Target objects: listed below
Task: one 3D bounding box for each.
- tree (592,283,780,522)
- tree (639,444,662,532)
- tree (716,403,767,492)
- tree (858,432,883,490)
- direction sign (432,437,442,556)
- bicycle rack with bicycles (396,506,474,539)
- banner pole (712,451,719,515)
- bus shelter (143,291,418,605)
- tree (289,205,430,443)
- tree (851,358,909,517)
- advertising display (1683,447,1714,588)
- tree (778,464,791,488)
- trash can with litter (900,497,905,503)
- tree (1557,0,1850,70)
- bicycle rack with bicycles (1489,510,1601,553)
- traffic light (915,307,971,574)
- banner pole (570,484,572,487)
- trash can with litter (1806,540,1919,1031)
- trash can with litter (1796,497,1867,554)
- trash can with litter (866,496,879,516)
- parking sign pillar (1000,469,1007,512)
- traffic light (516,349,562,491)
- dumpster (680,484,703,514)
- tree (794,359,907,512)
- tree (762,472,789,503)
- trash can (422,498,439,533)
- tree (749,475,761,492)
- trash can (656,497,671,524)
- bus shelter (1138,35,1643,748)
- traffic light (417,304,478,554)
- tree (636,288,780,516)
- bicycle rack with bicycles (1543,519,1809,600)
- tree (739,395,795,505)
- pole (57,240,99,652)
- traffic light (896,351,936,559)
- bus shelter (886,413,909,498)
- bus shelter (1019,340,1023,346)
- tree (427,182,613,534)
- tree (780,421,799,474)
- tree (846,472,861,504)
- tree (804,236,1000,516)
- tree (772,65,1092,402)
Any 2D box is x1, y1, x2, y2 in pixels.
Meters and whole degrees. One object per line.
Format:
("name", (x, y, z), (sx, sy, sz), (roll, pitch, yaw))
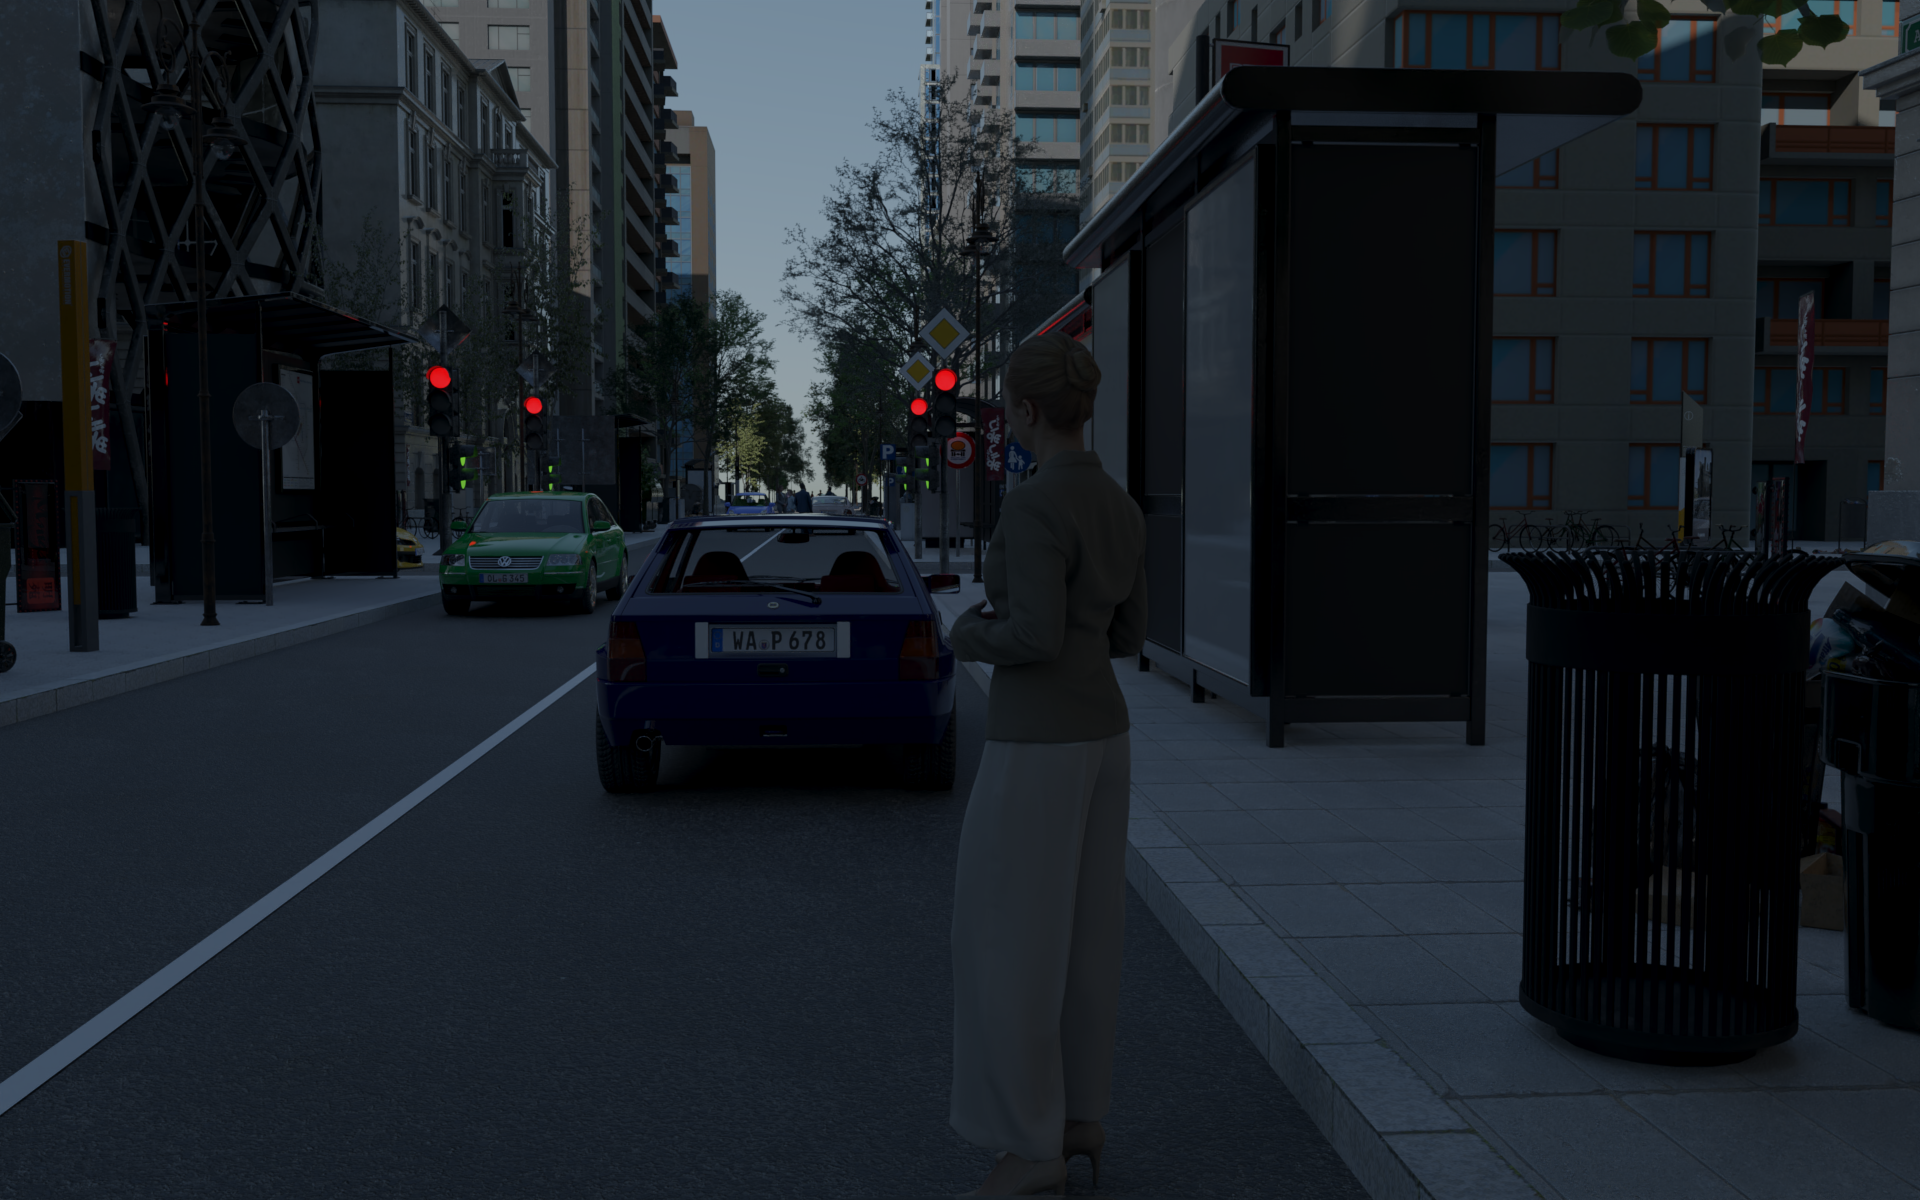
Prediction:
("tree", (-12.718, -8.671, 76.176), (7.601, 10.594, 8.767), (0, 4, 6))
("tree", (-10.932, -3.895, 58.292), (1.663, 3.219, 1.824), (0, 3, 0))
("tree", (-16.484, -11.083, 131.572), (4.737, 8.622, 4.395), (0, 3, 0))
("tree", (-7.716, -12.000, 146.564), (4.737, 8.622, 4.395), (0, 3, 0))
("direction sign", (-10.842, -2.699, 36.125), (0.379, 3.537, 0.876), (-1, 4, -14))
("bicycle rack with bicycles", (-14.901, -2.242, 50.045), (2.852, 0.926, 2.925), (-3, 5, -43))
("banner pole", (-13.719, -6.551, 97.131), (0.401, 3.779, 0.863), (-3, 4, -38))
("bus shelter", (-8.828, -1.950, 23.158), (1.731, 3.624, 6.357), (0, 4, -4))
("tree", (-15.643, -5.781, 44.889), (4.360, 8.622, 3.978), (0, 3, 0))
("tree", (-3.748, -8.545, 90.077), (4.360, 8.622, 3.978), (0, 3, 0))
("advertising display", (10.234, -1.150, 24.014), (0.123, 1.923, 0.974), (3, 4, 37))
("tree", (-24.998, -17.753, 240.628), (4.360, 8.622, 3.978), (0, 3, 0))
("trash can with litter", (-2.362, -3.669, 71.381), (0.624, 1.170, 1.055), (1, 4, 20))
("tree", (2.620, -5.088, 1.322), (7.486, 12.596, 7.792), (0, 3, 0))
("bicycle rack with bicycles", (13.249, -1.483, 37.628), (2.852, 0.926, 2.925), (-2, 4, -25))
("traffic light", (-0.257, -2.279, 26.187), (0.839, 4.253, 0.868), (0, 4, -4))
("banner pole", (-18.086, -5.601, 81.590), (0.863, 3.779, 0.401), (3, 4, 36))
("trash can with litter", (2.655, 0.435, 4.275), (1.055, 1.170, 0.624), (0, 4, -3))
("trash can with litter", (18.789, -1.608, 37.346), (2.233, 1.210, 1.678), (1, 4, 14))
("trash can with litter", (-4.546, -4.698, 88.194), (0.624, 1.170, 1.055), (-2, 4, -33))
("parking sign pillar", (2.294, -6.146, 88.958), (1.447, 3.967, 1.447), (3, 5, 41))
("traffic light", (-8.183, -2.732, 33.596), (0.839, 4.253, 0.868), (0, 4, -4))
("dumpster", (-15.044, -5.583, 97.032), (1.264, 1.857, 1.865), (0, 4, -4))
("tree", (-6.965, -12.835, 126.855), (9.611, 12.733, 9.660), (0, 3, 0))
("tree", (-24.133, -15.136, 231.191), (4.285, 4.588, 4.351), (0, 3, 0))
("trash can", (-17.547, -2.820, 57.754), (0.748, 1.137, 0.748), (0, 3, 0))
("tree", (-18.506, -9.879, 156.129), (1.663, 3.219, 1.824), (0, 3, 0))
("trash can", (-12.640, -3.785, 73.546), (0.748, 1.137, 0.748), (0, 3, 0))
("bus shelter", (2.050, -2.157, 12.899), (2.179, 5.291, 8.768), (0, 4, -4))
("traffic light", (-7.597, -2.245, 25.633), (0.839, 4.253, 0.868), (0, 4, -4))
("tree", (-12.622, -9.841, 86.652), (9.928, 11.665, 9.643), (0, 3, 0))
("bicycle rack with bicycles", (8.836, -0.469, 21.053), (2.925, 0.926, 2.852), (1, 4, 12))
("tree", (-21.247, -17.326, 200.287), (9.611, 12.733, 9.660), (0, 3, 0))
("pole", (-7.151, -1.236, 14.045), (0.158, 3.312, 0.155), (0, 3, 0))
("traffic light", (-0.843, -2.766, 34.150), (0.839, 4.253, 0.868), (0, 4, -4))
("bus shelter", (-2.579, -6.373, 81.830), (2.179, 5.291, 8.768), (0, 4, -4))
("bus shelter", (1.995, -2.698, 21.743), (2.179, 5.291, 8.768), (0, 4, -4))
("tree", (-10.019, -5.547, 41.055), (4.360, 8.622, 3.978), (0, 3, 0))
("tree", (-20.430, -15.192, 182.809), (7.601, 10.594, 8.767), (0, 4, 2))
("tree", (-13.806, -15.105, 230.684), (4.285, 4.588, 4.351), (0, 3, 0))
("tree", (-1.887, -8.799, 69.612), (9.928, 11.665, 9.643), (0, 3, 0))
("tree", (-0.536, -8.581, 50.672), (12.009, 13.543, 11.850), (0, 3, 0))
